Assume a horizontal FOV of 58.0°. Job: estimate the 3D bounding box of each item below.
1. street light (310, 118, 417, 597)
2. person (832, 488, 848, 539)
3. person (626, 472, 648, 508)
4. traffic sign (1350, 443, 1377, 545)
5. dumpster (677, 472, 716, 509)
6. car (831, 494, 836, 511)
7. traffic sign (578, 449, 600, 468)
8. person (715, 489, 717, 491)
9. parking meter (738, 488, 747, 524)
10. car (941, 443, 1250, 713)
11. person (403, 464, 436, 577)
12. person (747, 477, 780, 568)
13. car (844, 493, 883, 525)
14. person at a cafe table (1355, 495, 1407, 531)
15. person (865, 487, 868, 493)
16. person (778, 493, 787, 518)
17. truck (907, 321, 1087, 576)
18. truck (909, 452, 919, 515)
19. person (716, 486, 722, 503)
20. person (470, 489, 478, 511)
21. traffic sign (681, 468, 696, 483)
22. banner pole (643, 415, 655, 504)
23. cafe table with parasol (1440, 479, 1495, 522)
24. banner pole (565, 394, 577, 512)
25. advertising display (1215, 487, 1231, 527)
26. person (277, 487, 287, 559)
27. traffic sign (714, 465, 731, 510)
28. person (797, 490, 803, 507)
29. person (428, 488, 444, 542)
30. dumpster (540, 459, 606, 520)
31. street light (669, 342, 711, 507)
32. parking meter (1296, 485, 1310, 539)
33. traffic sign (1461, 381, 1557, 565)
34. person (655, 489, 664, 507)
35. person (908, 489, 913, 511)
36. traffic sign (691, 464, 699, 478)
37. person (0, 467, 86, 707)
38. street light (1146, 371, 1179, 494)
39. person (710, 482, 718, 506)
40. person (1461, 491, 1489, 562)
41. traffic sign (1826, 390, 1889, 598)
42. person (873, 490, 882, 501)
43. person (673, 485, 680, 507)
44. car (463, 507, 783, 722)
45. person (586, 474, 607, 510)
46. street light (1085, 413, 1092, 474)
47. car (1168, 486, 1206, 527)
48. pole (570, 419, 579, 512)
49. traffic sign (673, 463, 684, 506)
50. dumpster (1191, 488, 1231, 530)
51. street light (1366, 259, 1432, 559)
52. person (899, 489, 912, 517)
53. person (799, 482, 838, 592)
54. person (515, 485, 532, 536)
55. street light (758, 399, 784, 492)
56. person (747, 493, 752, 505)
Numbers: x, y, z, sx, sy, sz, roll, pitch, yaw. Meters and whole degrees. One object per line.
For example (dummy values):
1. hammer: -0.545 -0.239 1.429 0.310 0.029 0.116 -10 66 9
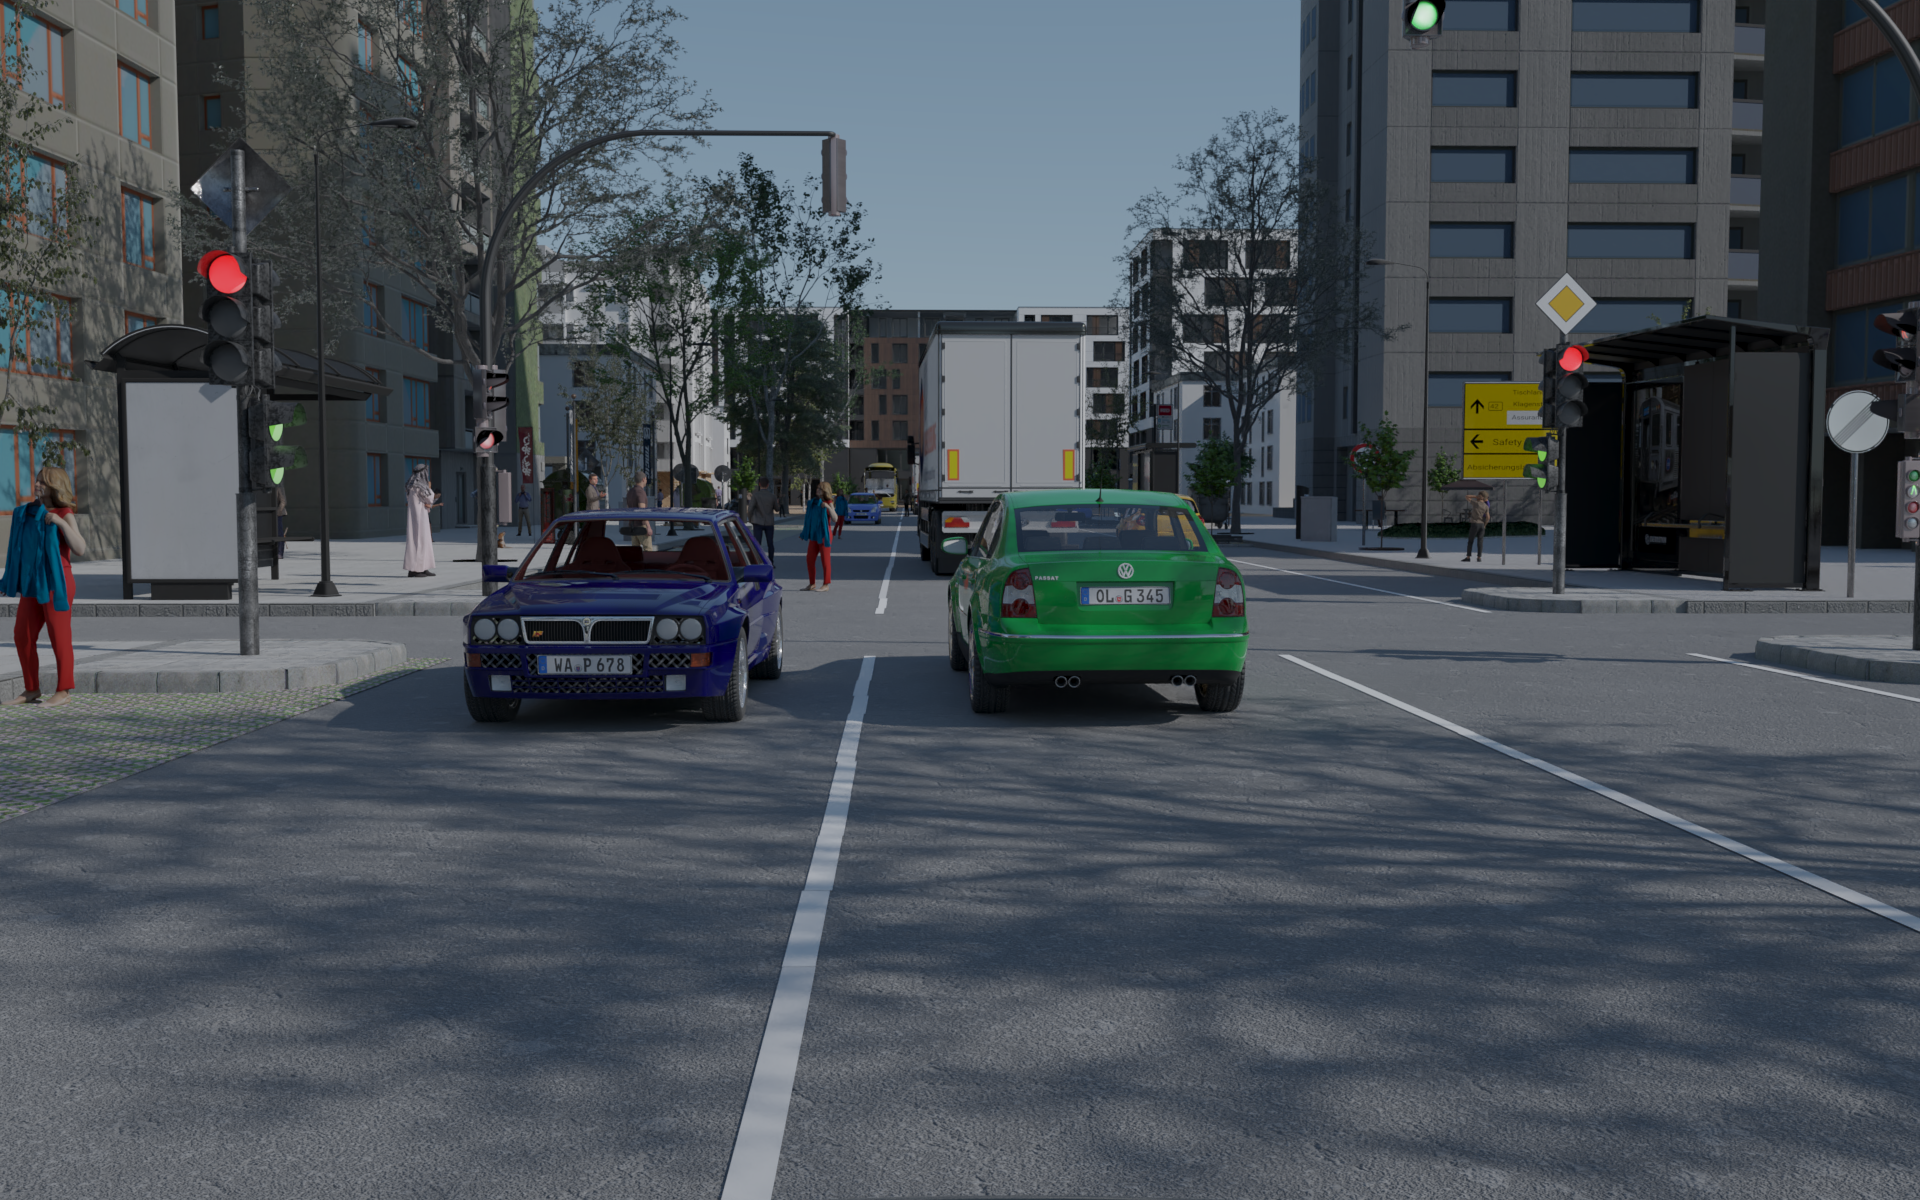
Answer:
1. street light: -7.399 -2.996 21.526 1.470 5.913 1.316 0 4 -2
2. person: -3.831 -2.749 55.152 0.593 1.614 0.444 -1 4 -15
3. person: -5.305 -1.238 28.875 0.434 1.807 0.598 -2 4 -26
4. traffic sign: 10.075 -2.633 43.151 0.768 2.556 0.104 0 4 2
5. dumpster: -11.530 -4.472 75.608 1.502 2.255 1.985 0 4 -2
6. car: -8.833 -6.740 120.423 2.015 1.641 3.980 0 4 -2
7. traffic sign: -10.866 -3.093 50.306 0.795 2.593 0.064 0 4 3
8. person: -21.041 -8.708 149.353 0.436 1.711 0.756 1 4 23
9. parking meter: -9.423 -4.079 75.106 0.372 1.533 0.369 0 3 0
10. car: 0.869 -0.240 12.725 1.959 1.807 4.718 0 4 -3
11. person: -8.298 -1.220 26.660 0.621 1.740 0.551 -3 5 -43
12. person: -3.781 -1.489 33.374 0.617 1.759 0.750 0 4 -5
13. car: -4.632 -4.458 82.475 1.945 1.707 3.694 0 4 -1
14. person at a cafe table: 14.776 -3.061 60.902 1.698 1.238 1.726 1 4 19
15. person: -5.509 -5.731 102.210 1.348 1.824 0.705 -1 4 -22
16. person: -9.727 -5.179 94.636 0.435 1.345 0.340 -3 4 -37
17. truck: 0.506 -2.743 33.764 2.839 4.237 11.283 0 4 -3
18. truck: -2.118 -8.128 121.802 2.839 4.237 11.283 0 4 -3
19. person: -16.928 -7.088 121.798 0.709 1.838 0.599 0 4 6
20. person: -15.702 -3.078 57.089 0.841 1.734 0.376 -1 4 -13
21. traffic sign: -10.469 -3.958 66.837 0.606 2.300 0.079 0 4 1
22. banner pole: -9.741 -3.939 54.425 0.401 3.779 0.863 1 4 22
23. cafe table with parasol: 19.108 -3.690 65.200 2.610 1.966 2.610 -1 4 -15
24. banner pole: -9.631 -3.247 43.099 0.401 3.779 0.863 0 4 -3
25. advertising display: 10.201 -3.866 68.415 0.974 1.923 0.123 0 4 0
26. person: -13.671 -1.684 34.099 0.750 1.759 0.617 -2 4 -29
27. traffic sign: -10.348 -4.612 75.507 0.768 2.556 0.104 0 4 3
28. person: -16.133 -10.291 176.386 0.705 1.869 1.348 -3 5 -41
29. person: -14.040 -2.238 45.828 0.799 1.438 0.628 -1 4 -10
30. dumpster: -10.747 -2.786 48.046 1.502 2.255 1.985 0 4 -2
31. street light: -8.304 -4.923 53.033 1.470 5.913 1.316 0 4 -2
32. parking meter: 9.754 -2.501 49.309 0.372 1.533 0.369 0 3 0
33. traffic sign: 10.159 -2.285 31.231 2.265 3.308 0.079 0 4 0
34. person: -16.736 -5.414 96.523 0.435 1.587 0.963 1 4 16
35. person: -4.043 -8.288 144.022 0.705 1.823 1.348 1 4 14
36. traffic sign: -11.442 -4.486 73.455 0.768 2.556 0.104 0 4 0
37. person: -6.155 -0.086 11.604 0.444 1.614 0.593 -3 5 -44
38. street light: 7.742 -5.702 65.771 1.470 5.913 1.316 0 4 -2
39. person: -11.243 -4.426 78.539 0.598 1.807 0.434 2 4 35
40. person: 9.765 -1.398 32.817 0.435 1.345 0.340 -1 4 -10
41. traffic sign: 11.038 -1.302 21.395 0.768 2.556 0.104 0 4 0
42. person: -6.452 -7.358 129.317 1.217 1.766 0.721 -1 4 -13
43. person: -14.487 -5.036 89.054 0.551 1.740 0.621 -1 4 -16
44. car: -2.231 0.028 12.122 1.945 1.354 3.894 0 4 -1
45. person: -8.446 -2.076 40.516 0.750 1.759 0.617 1 4 21
46. street light: 6.824 -7.622 97.165 1.470 5.913 1.316 0 4 -2
47. car: 4.635 -1.834 40.209 2.015 1.641 3.980 0 4 -2
48. pole: -10.427 -3.241 46.829 0.158 3.312 0.155 0 3 0
49. traffic sign: -11.521 -4.379 71.699 0.768 2.556 0.104 0 4 2
50. dumpster: 9.142 -3.518 63.280 1.264 1.857 1.865 0 4 -2
51. street light: 8.708 -3.782 34.378 1.470 5.913 1.316 0 4 -2
52. person: -3.446 -6.166 110.026 0.721 1.735 1.217 -3 5 -42
53. person: -2.083 -0.932 25.445 0.444 1.614 0.593 -2 4 -25
54. person: -13.354 -2.748 53.036 0.516 1.574 0.319 0 4 6
55. street light: -9.249 -6.843 84.427 1.470 5.913 1.316 0 4 -2
56. person: -16.797 -8.029 137.854 0.617 1.759 0.750 2 4 24
